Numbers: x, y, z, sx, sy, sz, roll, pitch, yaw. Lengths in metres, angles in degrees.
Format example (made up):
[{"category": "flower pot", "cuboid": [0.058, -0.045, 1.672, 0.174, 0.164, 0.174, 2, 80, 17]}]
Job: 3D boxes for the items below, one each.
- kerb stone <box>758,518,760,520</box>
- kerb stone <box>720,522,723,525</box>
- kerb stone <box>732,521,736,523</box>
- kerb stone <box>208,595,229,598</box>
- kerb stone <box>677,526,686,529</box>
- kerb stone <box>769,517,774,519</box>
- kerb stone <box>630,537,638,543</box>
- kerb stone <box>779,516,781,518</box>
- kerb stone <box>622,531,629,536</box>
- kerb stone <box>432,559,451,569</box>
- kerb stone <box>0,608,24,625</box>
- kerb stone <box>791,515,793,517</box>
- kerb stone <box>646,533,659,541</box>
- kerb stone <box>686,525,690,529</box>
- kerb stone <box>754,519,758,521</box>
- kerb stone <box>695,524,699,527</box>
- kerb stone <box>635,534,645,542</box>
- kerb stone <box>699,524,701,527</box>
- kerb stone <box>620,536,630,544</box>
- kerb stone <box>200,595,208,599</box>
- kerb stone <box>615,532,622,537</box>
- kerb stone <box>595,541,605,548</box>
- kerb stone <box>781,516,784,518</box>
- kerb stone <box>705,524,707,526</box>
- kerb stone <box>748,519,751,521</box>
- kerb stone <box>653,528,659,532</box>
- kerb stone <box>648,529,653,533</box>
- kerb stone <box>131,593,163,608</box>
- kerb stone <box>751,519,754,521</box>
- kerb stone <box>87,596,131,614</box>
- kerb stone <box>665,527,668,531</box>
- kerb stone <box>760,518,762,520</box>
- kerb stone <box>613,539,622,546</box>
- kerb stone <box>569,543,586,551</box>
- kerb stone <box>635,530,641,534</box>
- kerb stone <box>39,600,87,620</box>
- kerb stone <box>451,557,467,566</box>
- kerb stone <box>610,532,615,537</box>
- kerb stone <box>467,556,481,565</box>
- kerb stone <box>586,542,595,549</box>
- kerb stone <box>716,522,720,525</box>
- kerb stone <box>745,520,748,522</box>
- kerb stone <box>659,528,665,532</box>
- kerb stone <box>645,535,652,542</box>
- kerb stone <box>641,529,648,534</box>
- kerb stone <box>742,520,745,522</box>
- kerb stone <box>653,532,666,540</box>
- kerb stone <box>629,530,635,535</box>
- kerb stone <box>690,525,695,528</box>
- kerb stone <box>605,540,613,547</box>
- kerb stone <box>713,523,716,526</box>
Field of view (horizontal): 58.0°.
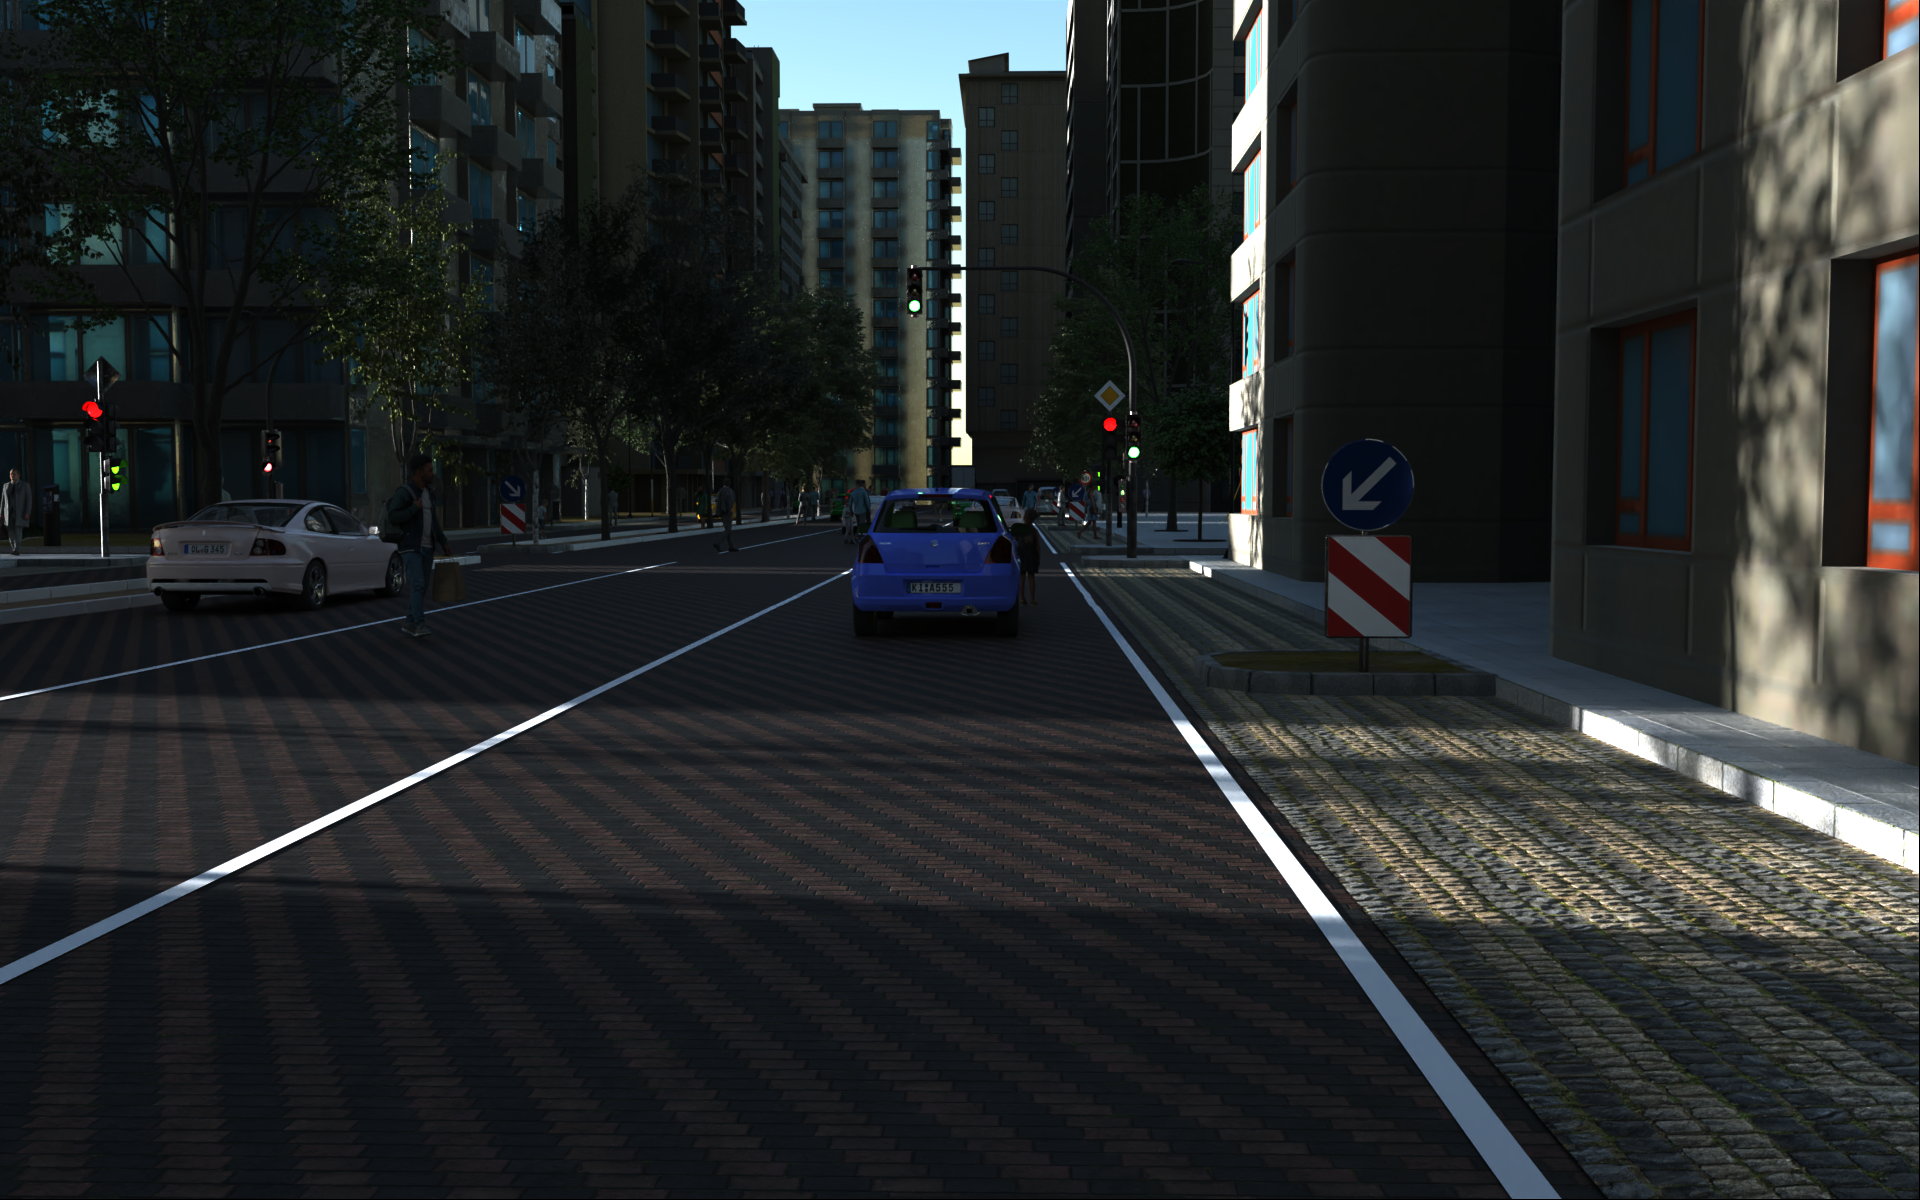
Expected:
[{"category": "kerb stone", "cuboid": [-10.567, -4.107, 89.349, 0.120, 0.150, 1.000, 0, 4, 2]}, {"category": "kerb stone", "cuboid": [-10.892, -3.412, 78.057, 0.120, 0.150, 1.000, 0, 4, 2]}, {"category": "kerb stone", "cuboid": [-10.741, -3.731, 83.194, 0.120, 0.150, 1.000, 0, 4, 2]}, {"category": "kerb stone", "cuboid": [-10.385, -0.125, 24.264, 0.120, 0.150, 1.000, 0, 4, 2]}, {"category": "kerb stone", "cuboid": [-11.166, -2.854, 68.852, 0.120, 0.150, 1.000, 0, 4, 2]}, {"category": "kerb stone", "cuboid": [-10.409, -4.421, 94.485, 0.120, 0.150, 1.000, 0, 4, 2]}, {"category": "kerb stone", "cuboid": [-9.614, -1.714, 50.345, 0.120, 0.150, 1.000, 0, 4, 2]}, {"category": "kerb stone", "cuboid": [-10.324, -4.606, 97.563, 0.120, 0.150, 1.000, 0, 4, 2]}, {"category": "kerb stone", "cuboid": [-11.469, -2.227, 58.605, 0.120, 0.150, 1.000, 0, 4, 2]}, {"category": "kerb stone", "cuboid": [-10.108, -0.691, 33.490, 0.120, 0.150, 1.000, 0, 4, 2]}, {"category": "kerb stone", "cuboid": [-10.535, 0.189, 19.107, 0.120, 0.150, 1.000, 0, 4, 2]}, {"category": "kerb stone", "cuboid": [-10.171, -4.923, 102.687, 0.120, 0.150, 1.000, 0, 4, 2]}, {"category": "kerb stone", "cuboid": [-9.524, -1.907, 53.428, 0.120, 0.150, 1.000, 0, 4, 2]}, {"category": "kerb stone", "cuboid": [-11.139, -2.911, 69.880, 0.120, 0.150, 1.000, 0, 4, 2]}, {"category": "kerb stone", "cuboid": [-10.589, -4.044, 88.327, 0.120, 0.150, 1.000, 0, 4, 2]}, {"category": "kerb stone", "cuboid": [-11.073, -3.041, 71.923, 0.120, 0.150, 1.000, 0, 4, 2]}, {"category": "kerb stone", "cuboid": [-9.592, -1.782, 51.367, 0.120, 0.150, 1.000, 0, 4, 2]}, {"category": "kerb stone", "cuboid": [-11.050, -3.102, 72.945, 0.120, 0.150, 1.000, 0, 4, 2]}, {"category": "kerb stone", "cuboid": [-9.647, -1.655, 49.323, 0.120, 0.150, 1.000, 0, 4, 2]}, {"category": "kerb stone", "cuboid": [-10.416, -0.056, 23.230, 0.120, 0.150, 1.000, 0, 4, 2]}, {"category": "kerb stone", "cuboid": [-11.502, -2.162, 57.579, 0.120, 0.150, 1.000, 0, 4, 2]}, {"category": "kerb stone", "cuboid": [-9.737, -1.463, 46.246, 0.120, 0.150, 1.000, 0, 4, 2]}, {"category": "kerb stone", "cuboid": [-10.288, -4.668, 98.589, 0.120, 0.150, 1.000, 0, 4, 2]}, {"category": "kerb stone", "cuboid": [-11.009, -3.166, 73.966, 0.120, 0.150, 1.000, 0, 4, 2]}, {"category": "kerb stone", "cuboid": [-10.654, -3.918, 86.279, 0.120, 0.150, 1.000, 0, 4, 2]}, {"category": "kerb stone", "cuboid": [-11.323, -2.540, 63.717, 0.120, 0.150, 1.000, 0, 4, 2]}, {"category": "kerb stone", "cuboid": [-11.352, -2.469, 62.696, 0.120, 0.150, 1.000, 0, 4, 2]}, {"category": "kerb stone", "cuboid": [-10.441, 0.002, 22.205, 0.120, 0.150, 1.000, 0, 4, 2]}, {"category": "kerb stone", "cuboid": [-10.627, -3.982, 87.302, 0.120, 0.150, 1.000, 0, 4, 2]}, {"category": "kerb stone", "cuboid": [-10.471, 0.063, 21.161, 0.120, 0.150, 1.000, 0, 4, 2]}, {"category": "kerb stone", "cuboid": [-11.262, -2.661, 65.780, 0.120, 0.150, 1.000, 0, 4, 2]}, {"category": "kerb stone", "cuboid": [-10.528, -4.171, 90.385, 0.120, 0.150, 1.000, 0, 4, 2]}, {"category": "kerb stone", "cuboid": [-9.678, -1.597, 48.301, 0.120, 0.150, 1.000, 0, 4, 2]}, {"category": "kerb stone", "cuboid": [-9.796, -1.346, 44.195, 0.120, 0.150, 1.000, 0, 4, 2]}, {"category": "kerb stone", "cuboid": [-11.411, -2.352, 60.652, 0.120, 0.150, 1.000, 0, 4, 2]}, {"category": "kerb stone", "cuboid": [-10.508, 0.128, 20.130, 0.120, 0.150, 1.000, 0, 4, 2]}, {"category": "kerb stone", "cuboid": [-10.083, -0.753, 34.511, 0.120, 0.150, 1.000, 0, 4, 2]}, {"category": "kerb stone", "cuboid": [-11.526, -2.102, 56.557, 0.120, 0.150, 1.000, 0, 4, 2]}, {"category": "kerb stone", "cuboid": [-10.051, -0.816, 35.543, 0.120, 0.150, 1.000, 0, 4, 2]}, {"category": "kerb stone", "cuboid": [-9.765, -1.408, 45.217, 0.120, 0.150, 1.000, 0, 4, 2]}, {"category": "kerb stone", "cuboid": [-10.927, -3.354, 77.033, 0.120, 0.150, 1.000, 0, 4, 2]}, {"category": "kerb stone", "cuboid": [-10.681, -3.857, 85.250, 0.120, 0.150, 1.000, 0, 4, 2]}, {"category": "kerb stone", "cuboid": [-11.289, -2.602, 64.739, 0.120, 0.150, 1.000, 0, 4, 2]}, {"category": "kerb stone", "cuboid": [-9.547, -1.847, 52.401, 0.120, 0.150, 1.000, 0, 4, 2]}, {"category": "kerb stone", "cuboid": [-11.377, -2.415, 61.674, 0.120, 0.150, 1.000, 0, 4, 2]}, {"category": "kerb stone", "cuboid": [-10.706, -3.794, 84.220, 0.120, 0.150, 1.000, 0, 4, 2]}, {"category": "kerb stone", "cuboid": [-9.491, -1.970, 54.450, 0.120, 0.150, 1.000, 0, 4, 2]}, {"category": "kerb stone", "cuboid": [-11.442, -2.290, 59.630, 0.120, 0.150, 1.000, 0, 4, 2]}, {"category": "kerb stone", "cuboid": [-11.106, -2.977, 70.901, 0.120, 0.150, 1.000, 0, 4, 2]}, {"category": "kerb stone", "cuboid": [-9.704, -1.534, 47.273, 0.120, 0.150, 1.000, 0, 4, 2]}, {"category": "kerb stone", "cuboid": [-10.952, -3.291, 76.010, 0.120, 0.150, 1.000, 0, 4, 2]}]
